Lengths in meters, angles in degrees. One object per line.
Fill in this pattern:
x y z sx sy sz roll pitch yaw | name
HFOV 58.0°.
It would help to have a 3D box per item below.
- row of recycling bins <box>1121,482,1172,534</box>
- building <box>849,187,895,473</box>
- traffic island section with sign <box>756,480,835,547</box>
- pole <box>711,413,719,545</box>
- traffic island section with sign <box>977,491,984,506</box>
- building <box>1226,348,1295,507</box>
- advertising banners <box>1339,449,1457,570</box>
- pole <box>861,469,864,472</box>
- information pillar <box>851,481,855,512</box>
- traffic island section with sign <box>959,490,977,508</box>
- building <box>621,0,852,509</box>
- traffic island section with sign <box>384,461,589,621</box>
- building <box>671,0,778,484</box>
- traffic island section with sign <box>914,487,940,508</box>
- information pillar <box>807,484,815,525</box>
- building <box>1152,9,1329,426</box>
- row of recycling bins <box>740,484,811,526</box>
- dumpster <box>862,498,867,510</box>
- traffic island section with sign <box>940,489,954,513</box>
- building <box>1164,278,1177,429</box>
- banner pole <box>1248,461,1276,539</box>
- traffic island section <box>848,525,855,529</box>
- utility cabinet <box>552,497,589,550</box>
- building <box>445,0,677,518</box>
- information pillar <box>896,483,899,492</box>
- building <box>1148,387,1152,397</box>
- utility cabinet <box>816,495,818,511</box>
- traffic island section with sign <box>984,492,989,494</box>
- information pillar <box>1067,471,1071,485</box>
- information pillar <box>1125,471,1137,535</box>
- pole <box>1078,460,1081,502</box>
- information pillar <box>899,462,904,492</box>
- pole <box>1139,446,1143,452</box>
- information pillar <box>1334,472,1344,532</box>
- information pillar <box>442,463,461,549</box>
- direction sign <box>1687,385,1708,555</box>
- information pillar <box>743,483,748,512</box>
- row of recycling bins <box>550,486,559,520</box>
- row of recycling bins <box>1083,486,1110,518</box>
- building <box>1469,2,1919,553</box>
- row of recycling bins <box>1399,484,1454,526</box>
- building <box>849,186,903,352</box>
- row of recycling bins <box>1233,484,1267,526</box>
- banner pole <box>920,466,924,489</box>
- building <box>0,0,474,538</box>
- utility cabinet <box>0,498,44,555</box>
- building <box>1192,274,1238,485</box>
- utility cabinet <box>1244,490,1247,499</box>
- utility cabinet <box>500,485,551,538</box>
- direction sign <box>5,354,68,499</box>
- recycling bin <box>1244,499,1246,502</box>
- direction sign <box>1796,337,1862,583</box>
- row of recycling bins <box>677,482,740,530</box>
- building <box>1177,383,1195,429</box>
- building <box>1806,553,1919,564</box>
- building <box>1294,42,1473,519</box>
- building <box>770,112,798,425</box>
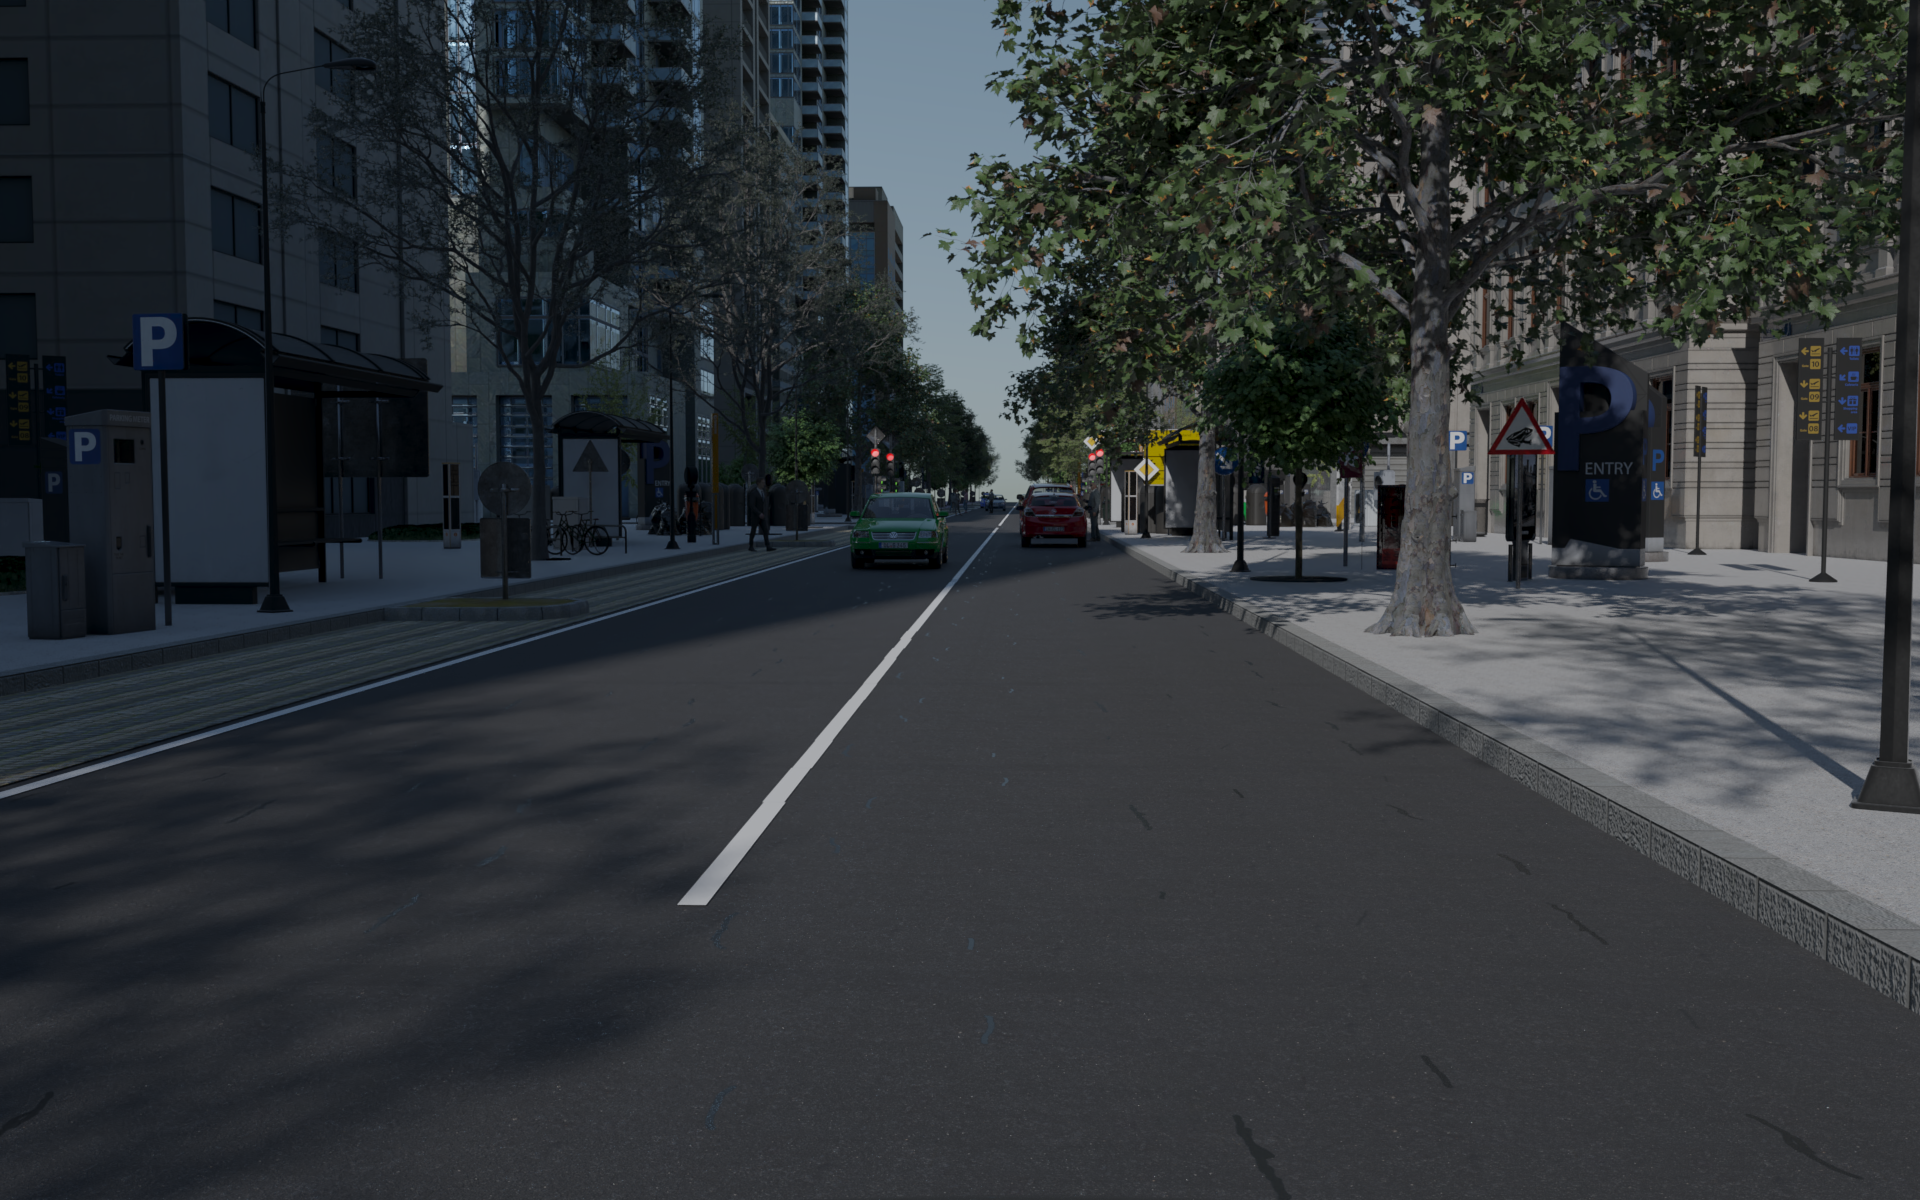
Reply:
6.264 -3.053 57.037 1.069 1.692 3.534 -1 4 -18 | row of recycling bins
-16.993 -37.098 256.660 14.600 45.320 14.200 0 4 2 | building
-4.446 -2.364 47.279 1.989 1.847 2.006 0 4 2 | traffic island section with sign
-6.190 -3.054 43.781 0.158 3.312 0.155 0 3 0 | pole
1.537 -12.092 206.333 1.989 1.847 2.006 0 4 2 | traffic island section with sign
26.258 -19.824 117.635 14.314 27.812 24.014 0 4 2 | building
7.340 -2.024 29.287 2.074 3.025 0.090 1 4 9 | advertising banners
-7.754 -8.833 138.262 0.158 3.312 0.155 0 3 0 | pole
-5.971 -5.697 97.637 0.304 2.012 0.304 -1 4 -15 | information pillar
0.513 -10.436 179.252 1.989 1.847 2.006 0 4 2 | traffic island section with sign
-22.858 -53.887 193.729 22.319 86.520 31.000 0 4 2 | building
-5.463 -0.716 20.343 1.989 1.847 2.006 0 4 2 | traffic island section with sign
-23.843 -42.844 138.753 20.563 71.187 20.611 0 4 2 | building
-2.357 -5.762 102.830 1.989 1.847 2.006 0 4 2 | traffic island section with sign
-6.315 -4.188 72.968 0.304 2.012 0.304 1 4 20 | information pillar
33.205 -40.479 203.832 21.231 58.520 28.212 0 4 2 | building
-7.708 -3.812 69.435 3.534 1.692 1.069 -1 4 -23 | row of recycling bins
-6.471 -7.318 125.408 1.264 1.857 1.865 0 4 2 | dumpster
-1.349 -7.409 129.767 1.989 1.847 2.006 0 4 2 | traffic island section with sign
29.093 -32.574 182.702 14.600 45.320 14.200 0 4 2 | building
8.728 -3.669 50.008 0.863 3.779 0.401 2 4 27 | banner pole
-3.515 -3.039 71.962 2.009 0.180 2.903 0 4 2 | traffic island section
-8.965 -1.758 39.909 1.020 1.237 0.306 3 5 41 | utility cabinet
-27.058 -48.438 104.639 22.319 86.520 31.000 0 4 2 | building
-4.091 -6.490 110.599 0.304 2.012 0.304 2 4 32 | information pillar
32.251 -36.073 273.389 14.154 41.232 14.086 0 4 2 | building
-10.612 -7.101 127.261 0.306 1.237 1.020 0 4 -2 | utility cabinet
3.584 -15.448 261.200 1.989 1.847 2.006 0 4 2 | traffic island section with sign
9.447 -9.705 150.025 0.504 3.616 0.183 3 5 41 | information pillar
5.378 -3.057 54.477 0.304 2.012 0.304 -1 4 -20 | information pillar
6.983 -6.582 101.458 0.158 3.312 0.155 0 3 0 | pole
-3.772 -7.347 111.480 0.183 3.616 0.504 -3 5 -39 | information pillar
7.498 -4.764 71.728 0.158 3.312 0.155 0 3 0 | pole
13.083 -4.161 59.394 0.504 3.616 0.183 -3 5 -43 | information pillar
-11.900 -2.205 40.539 0.304 2.012 0.304 3 5 42 | information pillar
15.566 -2.720 36.470 0.379 3.537 0.876 3 4 37 | direction sign
-14.603 -6.943 118.016 0.304 2.012 0.304 0 4 -6 | information pillar
-20.955 -4.748 84.734 3.534 1.692 1.069 -2 4 -35 | row of recycling bins
7.814 -5.212 92.329 1.069 1.692 3.534 -2 4 -35 | row of recycling bins
22.151 -13.020 49.037 11.583 22.565 21.152 0 4 2 | building
19.110 -3.817 69.516 3.534 1.692 1.069 2 4 24 | row of recycling bins
-20.351 -39.848 275.220 21.300 48.544 21.600 0 4 2 | building
10.756 -3.896 70.814 3.534 1.692 1.069 1 4 10 | row of recycling bins
-3.066 -9.134 139.363 0.401 3.779 0.863 -2 4 -24 | banner pole
-27.793 -37.361 49.101 20.611 71.187 20.563 0 4 2 | building
-14.372 -0.939 26.515 1.020 1.237 0.306 2 4 34 | utility cabinet
26.295 -18.350 141.820 13.314 21.916 24.055 0 4 2 | building
17.465 -5.801 103.523 1.173 1.500 0.318 1 4 22 | utility cabinet
-10.694 -2.075 42.605 1.173 1.500 0.318 -2 4 -33 | utility cabinet
-15.032 -2.219 28.276 0.876 3.537 0.379 -3 4 -36 | direction sign
15.461 -4.877 92.293 0.722 1.027 0.722 -3 5 -43 | recycling bin
12.595 -2.029 25.165 0.876 3.537 0.379 0 4 4 | direction sign
-9.021 -3.316 61.329 1.069 1.692 3.534 1 4 14 | row of recycling bins
28.074 -24.303 169.056 14.160 30.474 14.107 0 4 2 | building
22.322 -11.728 27.904 11.583 22.565 21.152 0 4 2 | building
29.402 -16.937 94.949 19.932 24.808 12.078 0 4 2 | building
-28.991 -29.112 167.863 32.217 40.220 23.993 0 4 2 | building
